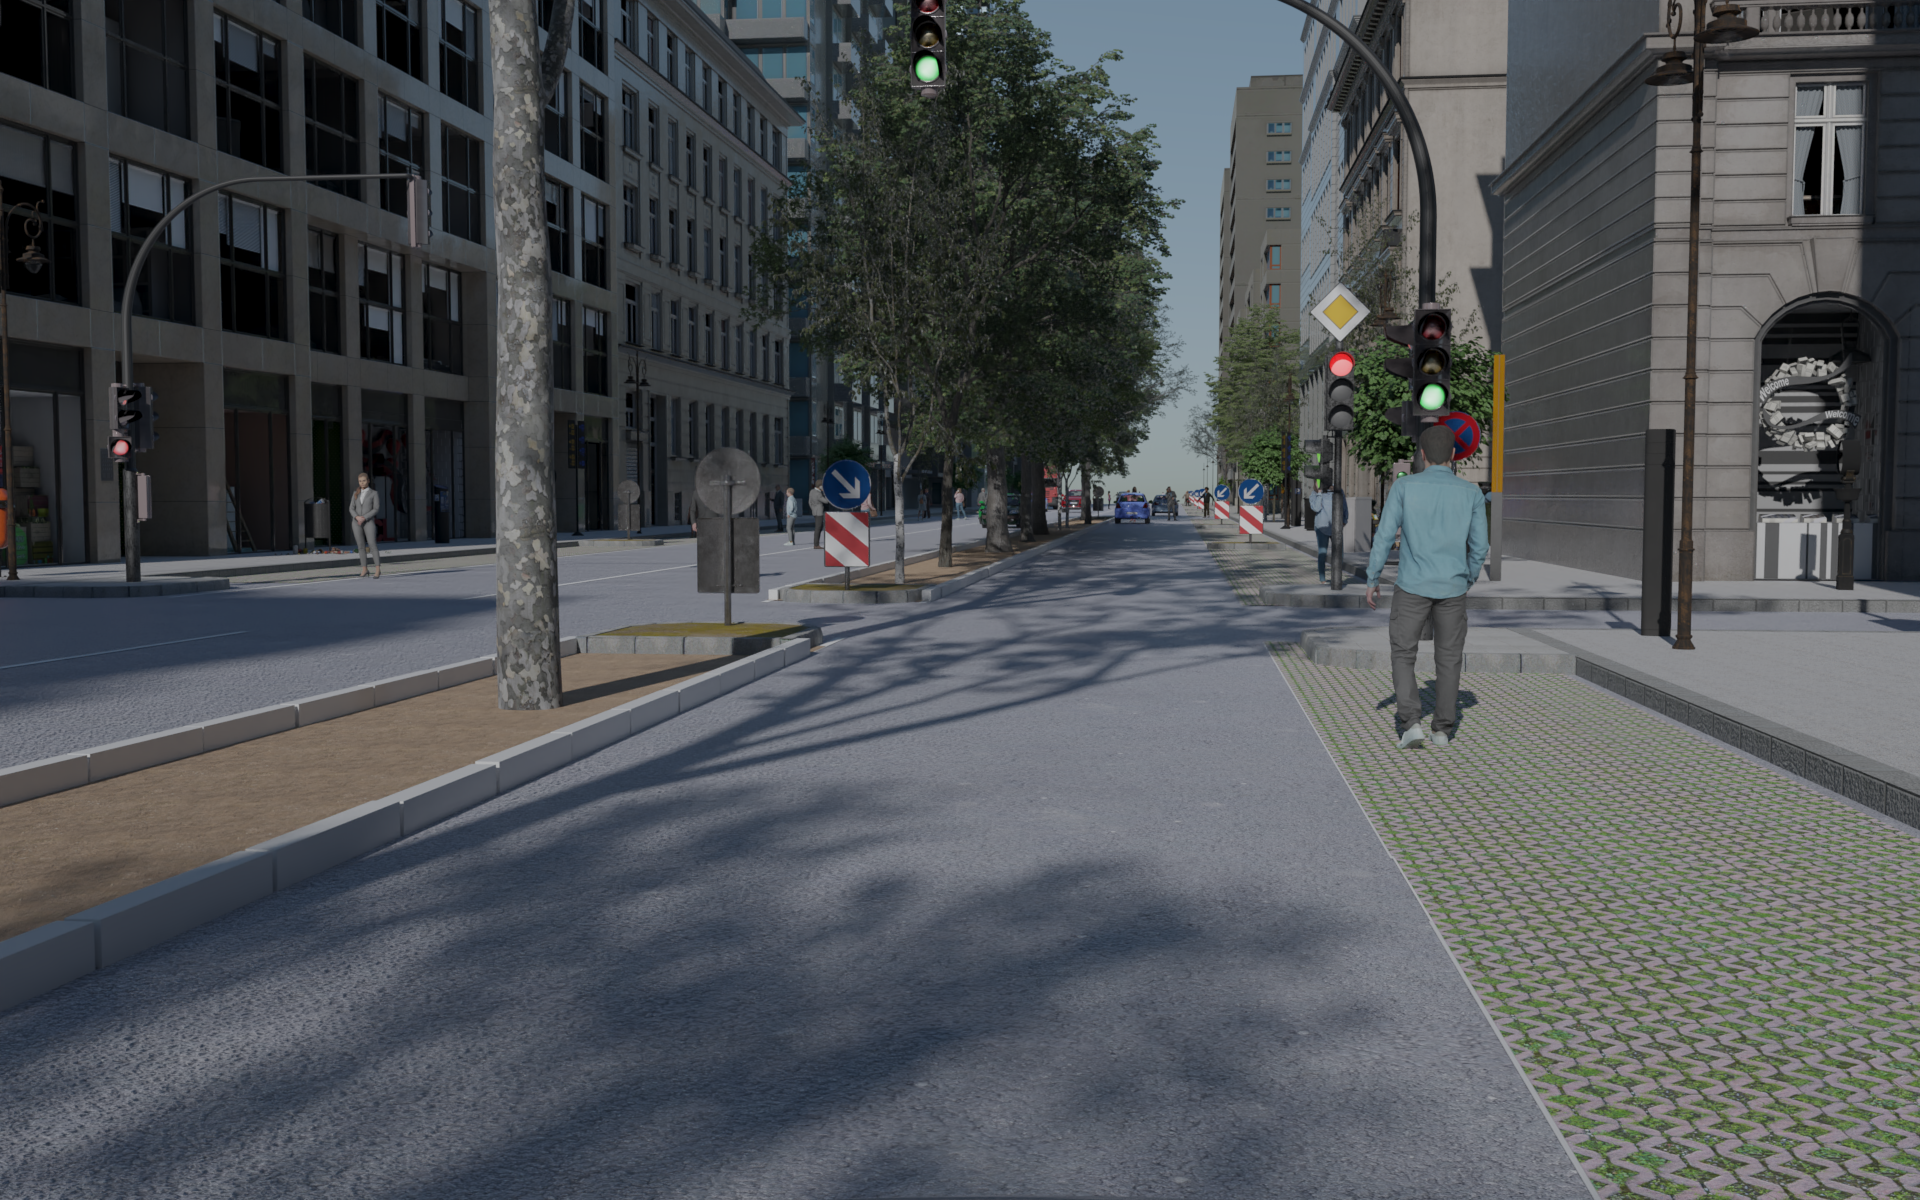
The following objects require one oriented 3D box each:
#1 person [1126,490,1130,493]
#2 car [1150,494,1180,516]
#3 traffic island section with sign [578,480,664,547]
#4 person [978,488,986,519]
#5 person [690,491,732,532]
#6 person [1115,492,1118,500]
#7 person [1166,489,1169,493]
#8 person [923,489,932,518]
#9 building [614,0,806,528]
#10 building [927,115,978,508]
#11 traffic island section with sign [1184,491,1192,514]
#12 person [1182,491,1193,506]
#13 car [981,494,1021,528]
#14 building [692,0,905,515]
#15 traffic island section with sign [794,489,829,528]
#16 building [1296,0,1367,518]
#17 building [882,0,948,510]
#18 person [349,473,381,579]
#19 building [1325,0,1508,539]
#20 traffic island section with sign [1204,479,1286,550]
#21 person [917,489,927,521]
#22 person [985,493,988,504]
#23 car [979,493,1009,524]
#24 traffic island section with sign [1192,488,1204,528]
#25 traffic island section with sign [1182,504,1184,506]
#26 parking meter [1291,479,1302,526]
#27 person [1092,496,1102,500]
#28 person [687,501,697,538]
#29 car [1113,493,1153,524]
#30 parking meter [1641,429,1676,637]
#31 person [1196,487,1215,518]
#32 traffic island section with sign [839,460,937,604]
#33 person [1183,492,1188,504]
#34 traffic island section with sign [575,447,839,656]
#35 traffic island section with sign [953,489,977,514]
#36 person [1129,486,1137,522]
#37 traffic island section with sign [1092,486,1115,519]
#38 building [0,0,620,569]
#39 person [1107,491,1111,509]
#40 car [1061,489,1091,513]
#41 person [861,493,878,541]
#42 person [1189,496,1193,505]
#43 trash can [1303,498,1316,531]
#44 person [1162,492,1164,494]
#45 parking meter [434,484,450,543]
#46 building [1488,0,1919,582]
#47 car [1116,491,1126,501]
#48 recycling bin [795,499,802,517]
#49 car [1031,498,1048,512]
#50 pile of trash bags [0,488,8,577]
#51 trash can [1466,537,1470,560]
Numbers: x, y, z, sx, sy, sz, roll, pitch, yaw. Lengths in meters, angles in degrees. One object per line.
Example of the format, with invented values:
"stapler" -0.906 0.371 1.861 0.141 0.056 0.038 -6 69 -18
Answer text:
"person" 12.080 -6.984 123.410 0.721 1.743 1.217 -3 5 -42
"car" 13.456 -6.227 113.822 2.014 1.417 4.499 0 4 6
"traffic island section with sign" -9.300 -2.403 47.923 1.989 1.847 2.006 0 4 7
"person" 1.339 -5.504 98.894 0.834 1.777 0.661 -3 5 -43
"person" -4.107 -1.223 28.269 0.659 1.850 0.755 1 4 9
"person" 22.922 -14.869 252.394 1.217 1.735 0.721 0 4 -6
"person" 15.740 -7.541 131.426 1.348 1.869 0.705 3 5 41
"person" -1.996 -5.711 102.431 0.434 1.755 0.990 -3 5 -40
"building" -17.870 -14.912 77.094 16.112 22.955 30.059 0 4 7
"building" -6.052 -29.503 165.968 14.154 41.232 14.086 0 4 7
"traffic island section with sign" 17.049 -6.967 122.530 1.989 1.847 2.006 0 4 7
"person" 26.508 -11.819 201.749 1.348 1.823 0.705 1 4 9
"car" 1.963 -3.920 73.876 2.009 1.686 4.222 1 4 9
"building" -16.760 -30.369 116.139 23.786 49.044 30.456 0 4 7
"traffic island section with sign" -5.987 -4.040 74.674 1.989 1.847 2.006 0 4 7
"building" 22.541 -18.582 81.306 11.434 29.767 29.804 0 4 7
"building" -15.679 -34.046 145.895 28.713 52.752 27.495 0 4 7
"person" -10.126 -1.265 29.451 0.520 1.790 0.573 -1 4 -12
"building" 18.238 -11.793 57.444 10.561 19.102 19.286 0 4 7
"traffic island section with sign" 7.493 -2.251 45.438 1.989 1.847 2.006 0 4 7
"person" -2.041 -5.074 92.457 0.512 1.701 0.522 0 4 2
"person" 1.485 -4.308 79.334 0.661 1.777 0.834 1 4 12
"car" 1.976 -4.590 83.847 1.959 1.807 4.718 0 4 7
"traffic island section with sign" 10.866 -3.919 72.710 1.989 1.847 2.006 0 4 7
"traffic island section with sign" 20.369 -8.603 149.281 1.989 1.847 2.006 0 4 7
"parking meter" 13.447 -3.883 69.201 0.399 1.863 0.255 -1 4 -12
"person" 11.772 -8.551 148.442 1.348 1.807 0.705 -3 5 -41
"person" -8.724 -2.647 56.448 0.362 1.253 0.373 -3 5 -41
"car" 8.462 -4.599 84.785 1.945 1.707 3.694 0 4 7
"parking meter" 6.347 -0.614 15.745 0.255 1.863 0.399 1 4 21
"person" 14.672 -5.812 103.163 1.348 1.869 0.705 3 5 44
"traffic island section with sign" -1.424 -0.949 23.650 2.006 1.907 1.989 0 4 7
"person" 30.641 -13.795 234.598 0.990 1.755 0.434 1 4 20
"traffic island section with sign" -2.345 -0.499 16.301 2.006 1.907 1.989 0 4 7
"traffic island section with sign" 0.175 -7.076 124.317 1.989 1.847 2.006 0 4 7
"person" 8.942 -4.912 88.813 0.555 1.821 0.388 -1 4 -19
"traffic island section with sign" 7.809 -5.510 98.222 2.006 1.907 1.989 0 4 7
"building" -23.762 -14.734 45.425 19.350 26.468 34.151 0 4 7
"person" 14.170 -9.441 163.550 0.721 1.739 1.217 1 4 10
"car" 9.110 -7.746 135.318 2.281 1.827 5.304 1 4 9
"person" -2.840 -2.642 52.286 0.593 1.750 0.643 3 4 38
"person" 27.467 -11.888 206.049 0.799 1.438 0.628 2 4 27
"trash can" 12.319 -2.981 60.394 0.748 1.137 0.748 0 3 0
"person" 27.531 -13.772 234.617 0.756 1.711 0.436 0 3 0
"parking meter" -13.496 -2.244 45.100 0.372 1.533 0.369 0 3 0
"building" 22.202 -11.453 29.058 24.055 21.916 13.314 0 4 7
"car" 22.212 -13.808 234.439 2.281 1.827 5.304 0 4 6
"recycling bin" -9.391 -5.220 97.907 0.722 1.027 0.722 2 4 25
"car" 6.045 -7.882 138.464 1.945 1.707 3.694 1 4 9
"pile of trash bags" -16.131 -1.002 26.137 3.447 1.369 1.912 -1 4 -14
"trash can" 7.219 -0.828 25.199 0.748 1.137 0.748 0 3 0
